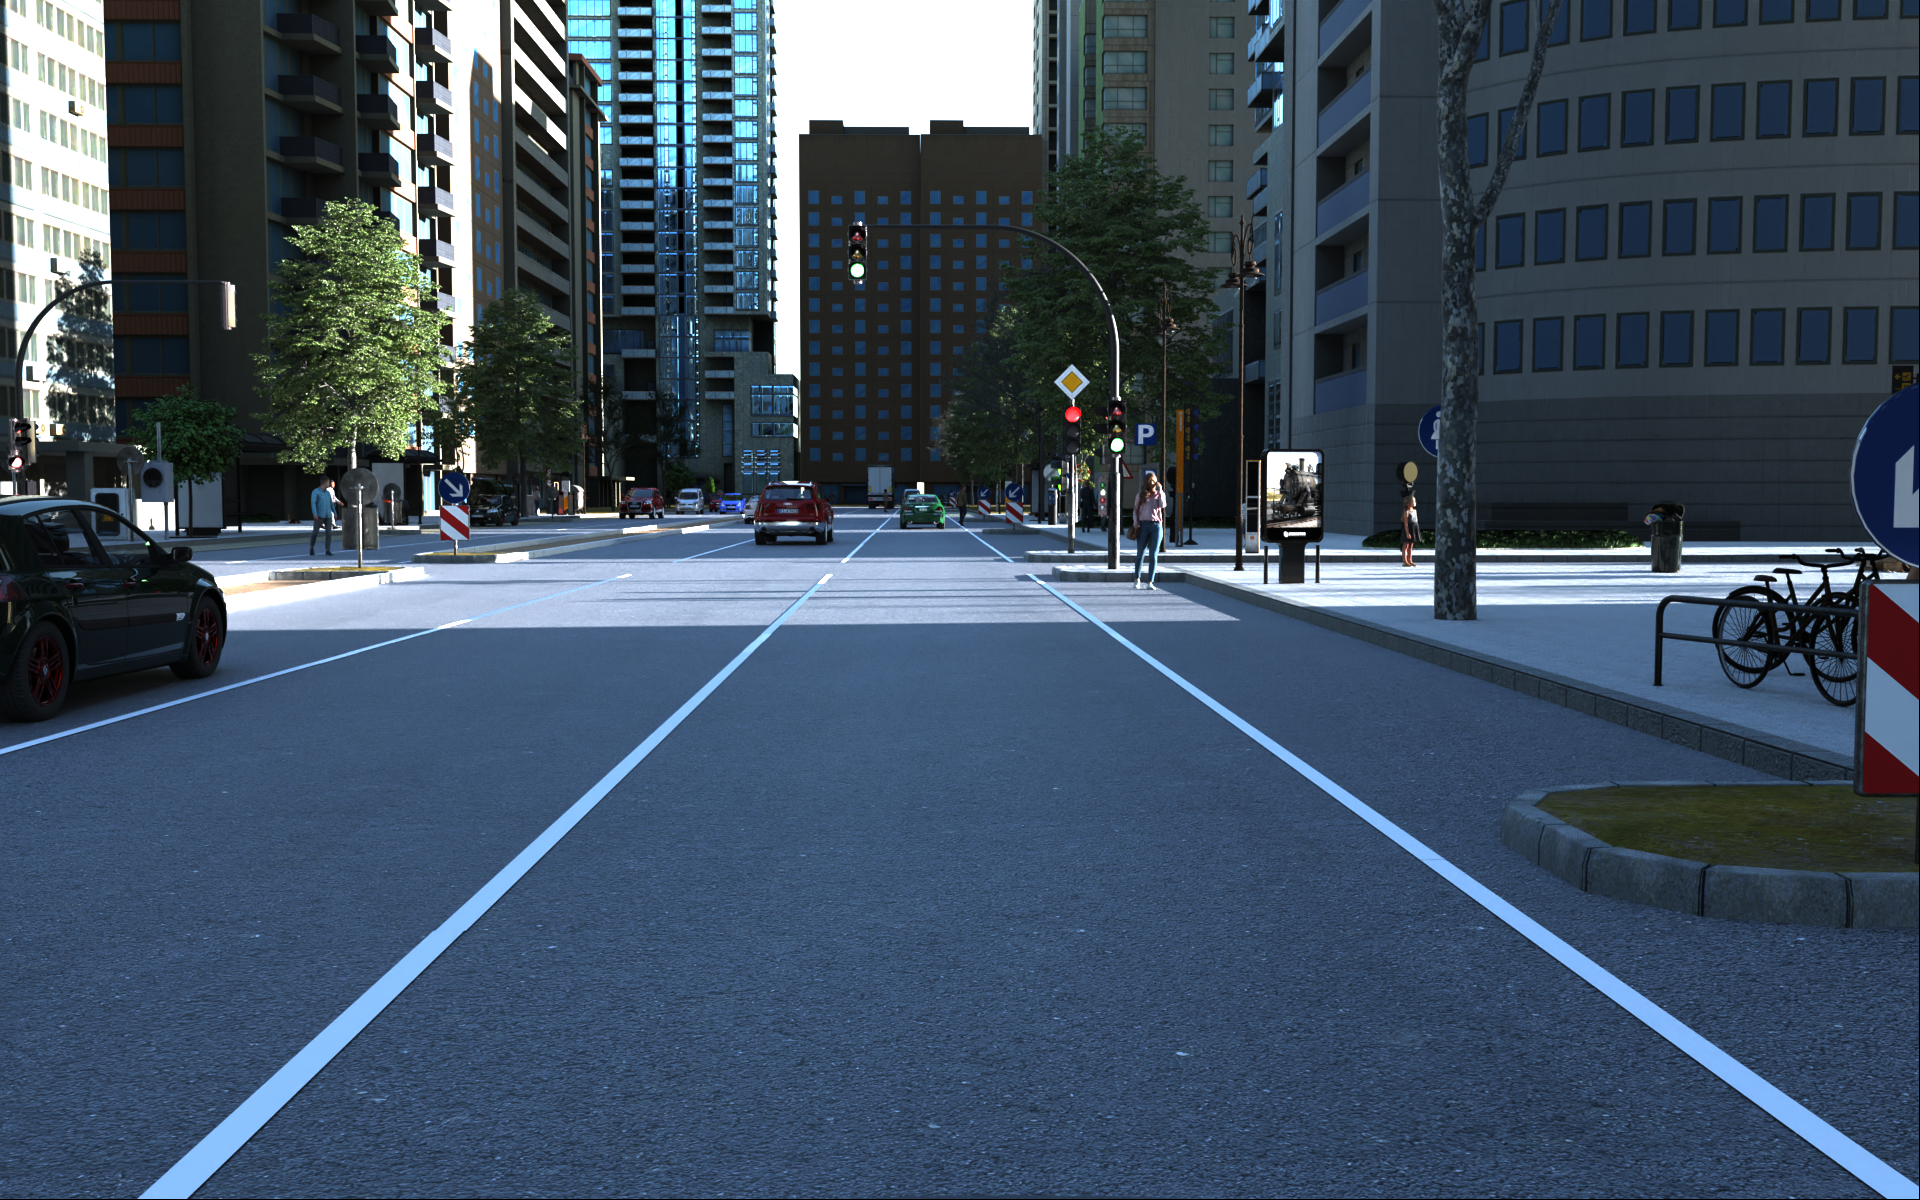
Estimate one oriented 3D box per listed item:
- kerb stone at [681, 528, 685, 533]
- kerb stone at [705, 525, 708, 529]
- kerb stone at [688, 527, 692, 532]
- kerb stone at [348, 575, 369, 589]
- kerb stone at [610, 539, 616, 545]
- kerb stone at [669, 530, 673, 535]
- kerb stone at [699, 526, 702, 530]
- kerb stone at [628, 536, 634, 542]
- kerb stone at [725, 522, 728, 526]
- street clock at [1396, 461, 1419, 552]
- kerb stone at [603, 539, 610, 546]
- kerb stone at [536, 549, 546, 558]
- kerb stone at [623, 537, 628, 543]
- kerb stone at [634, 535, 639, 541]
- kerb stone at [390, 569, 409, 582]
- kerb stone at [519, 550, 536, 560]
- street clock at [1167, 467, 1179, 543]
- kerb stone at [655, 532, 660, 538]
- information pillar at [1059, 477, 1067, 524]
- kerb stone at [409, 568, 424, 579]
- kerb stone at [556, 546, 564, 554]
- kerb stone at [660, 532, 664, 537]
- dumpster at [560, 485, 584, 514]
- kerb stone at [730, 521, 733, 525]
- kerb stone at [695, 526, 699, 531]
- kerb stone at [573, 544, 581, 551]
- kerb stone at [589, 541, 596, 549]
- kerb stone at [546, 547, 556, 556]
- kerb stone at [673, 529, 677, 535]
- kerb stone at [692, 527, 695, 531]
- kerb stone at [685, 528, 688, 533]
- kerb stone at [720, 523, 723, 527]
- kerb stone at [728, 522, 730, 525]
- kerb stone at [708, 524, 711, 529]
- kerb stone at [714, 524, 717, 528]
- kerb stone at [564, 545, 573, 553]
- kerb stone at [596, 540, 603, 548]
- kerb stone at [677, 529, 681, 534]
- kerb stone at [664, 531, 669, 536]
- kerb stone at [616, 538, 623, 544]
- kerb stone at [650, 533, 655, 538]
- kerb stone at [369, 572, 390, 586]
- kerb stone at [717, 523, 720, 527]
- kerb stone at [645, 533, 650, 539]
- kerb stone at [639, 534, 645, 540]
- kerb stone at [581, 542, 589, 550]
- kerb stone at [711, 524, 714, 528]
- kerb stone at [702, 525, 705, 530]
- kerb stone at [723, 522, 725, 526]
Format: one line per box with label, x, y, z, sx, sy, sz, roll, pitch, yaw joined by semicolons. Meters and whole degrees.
kerb stone;-10.217;-2.488;62.869;0.120;0.150;1.000;0;4;-1
kerb stone;-10.398;-2.926;70.039;0.120;0.150;1.000;0;4;-1
kerb stone;-10.272;-2.613;64.923;0.120;0.150;1.000;0;4;-1
kerb stone;-9.300;-0.264;26.511;0.120;0.150;1.000;0;4;-1
kerb stone;-9.853;-1.610;48.539;0.120;0.150;1.000;0;4;-1
kerb stone;-10.138;-2.292;59.804;0.120;0.150;1.000;0;4;-1
kerb stone;-10.354;-2.798;67.989;0.120;0.150;1.000;0;4;-1
kerb stone;-9.933;-1.797;51.618;0.120;0.150;1.000;0;4;-1
kerb stone;-10.583;-3.365;77.210;0.120;0.150;1.000;0;4;-1
street clock;9.928;-2.073;38.458;0.471;2.002;0.358;-2;4;-30
kerb stone;-9.820;-1.549;47.517;0.120;0.150;1.000;0;4;-1
kerb stone;-9.618;-1.047;39.320;0.120;0.150;1.000;0;4;-1
kerb stone;-9.907;-1.732;50.592;0.120;0.150;1.000;0;4;-1
kerb stone;-9.961;-1.862;52.645;0.120;0.150;1.000;0;4;-1
kerb stone;-9.339;-0.386;28.560;0.120;0.150;1.000;0;4;-1
kerb stone;-9.597;-0.984;38.290;0.120;0.150;1.000;0;4;-1
street clock;5.675;-2.522;45.811;0.358;2.002;0.471;3;4;38
kerb stone;-10.056;-2.112;56.733;0.120;0.150;1.000;0;4;-1
information pillar;4.483;-4.329;75.266;0.304;2.012;0.304;0;4;7
kerb stone;-9.364;-0.452;29.582;0.120;0.150;1.000;0;4;-1
kerb stone;-9.672;-1.172;41.364;0.120;0.150;1.000;0;4;-1
kerb stone;-10.093;-2.167;57.757;0.120;0.150;1.000;0;4;-1
dumpster;-24.791;-6.418;110.692;1.264;1.857;1.865;0;4;-2
kerb stone;-10.637;-3.488;79.257;0.120;0.150;1.000;0;4;-1
kerb stone;-10.319;-2.737;66.967;0.120;0.150;1.000;0;4;-1
kerb stone;-9.728;-1.297;43.426;0.120;0.150;1.000;0;4;-1
kerb stone;-9.775;-1.424;45.472;0.120;0.150;1.000;0;4;-1
kerb stone;-9.640;-1.108;40.342;0.120;0.150;1.000;0;4;-1
kerb stone;-10.168;-2.361;60.825;0.120;0.150;1.000;0;4;-1
kerb stone;-10.296;-2.676;65.945;0.120;0.150;1.000;0;4;-1
kerb stone;-10.243;-2.550;63.891;0.120;0.150;1.000;0;4;-1
kerb stone;-10.530;-3.240;75.166;0.120;0.150;1.000;0;4;-1
kerb stone;-10.605;-3.426;78.235;0.120;0.150;1.000;0;4;-1
kerb stone;-10.431;-2.987;71.061;0.120;0.150;1.000;0;4;-1
kerb stone;-10.480;-3.114;73.116;0.120;0.150;1.000;0;4;-1
kerb stone;-9.698;-1.235;42.399;0.120;0.150;1.000;0;4;-1
kerb stone;-9.804;-1.486;46.494;0.120;0.150;1.000;0;4;-1
kerb stone;-10.192;-2.425;61.847;0.120;0.150;1.000;0;4;-1
kerb stone;-10.107;-2.238;58.779;0.120;0.150;1.000;0;4;-1
kerb stone;-9.871;-1.674;49.570;0.120;0.150;1.000;0;4;-1
kerb stone;-10.041;-2.046;55.711;0.120;0.150;1.000;0;4;-1
kerb stone;-9.317;-0.327;27.538;0.120;0.150;1.000;0;4;-1
kerb stone;-10.505;-3.177;74.138;0.120;0.150;1.000;0;4;-1
kerb stone;-10.015;-1.980;54.690;0.120;0.150;1.000;0;4;-1
kerb stone;-9.987;-1.921;53.667;0.120;0.150;1.000;0;4;-1
kerb stone;-9.748;-1.361;44.449;0.120;0.150;1.000;0;4;-1
kerb stone;-10.458;-3.047;72.084;0.120;0.150;1.000;0;4;-1
kerb stone;-10.370;-2.854;69.012;0.120;0.150;1.000;0;4;-1
kerb stone;-10.558;-3.302;76.188;0.120;0.150;1.000;0;4;-1
